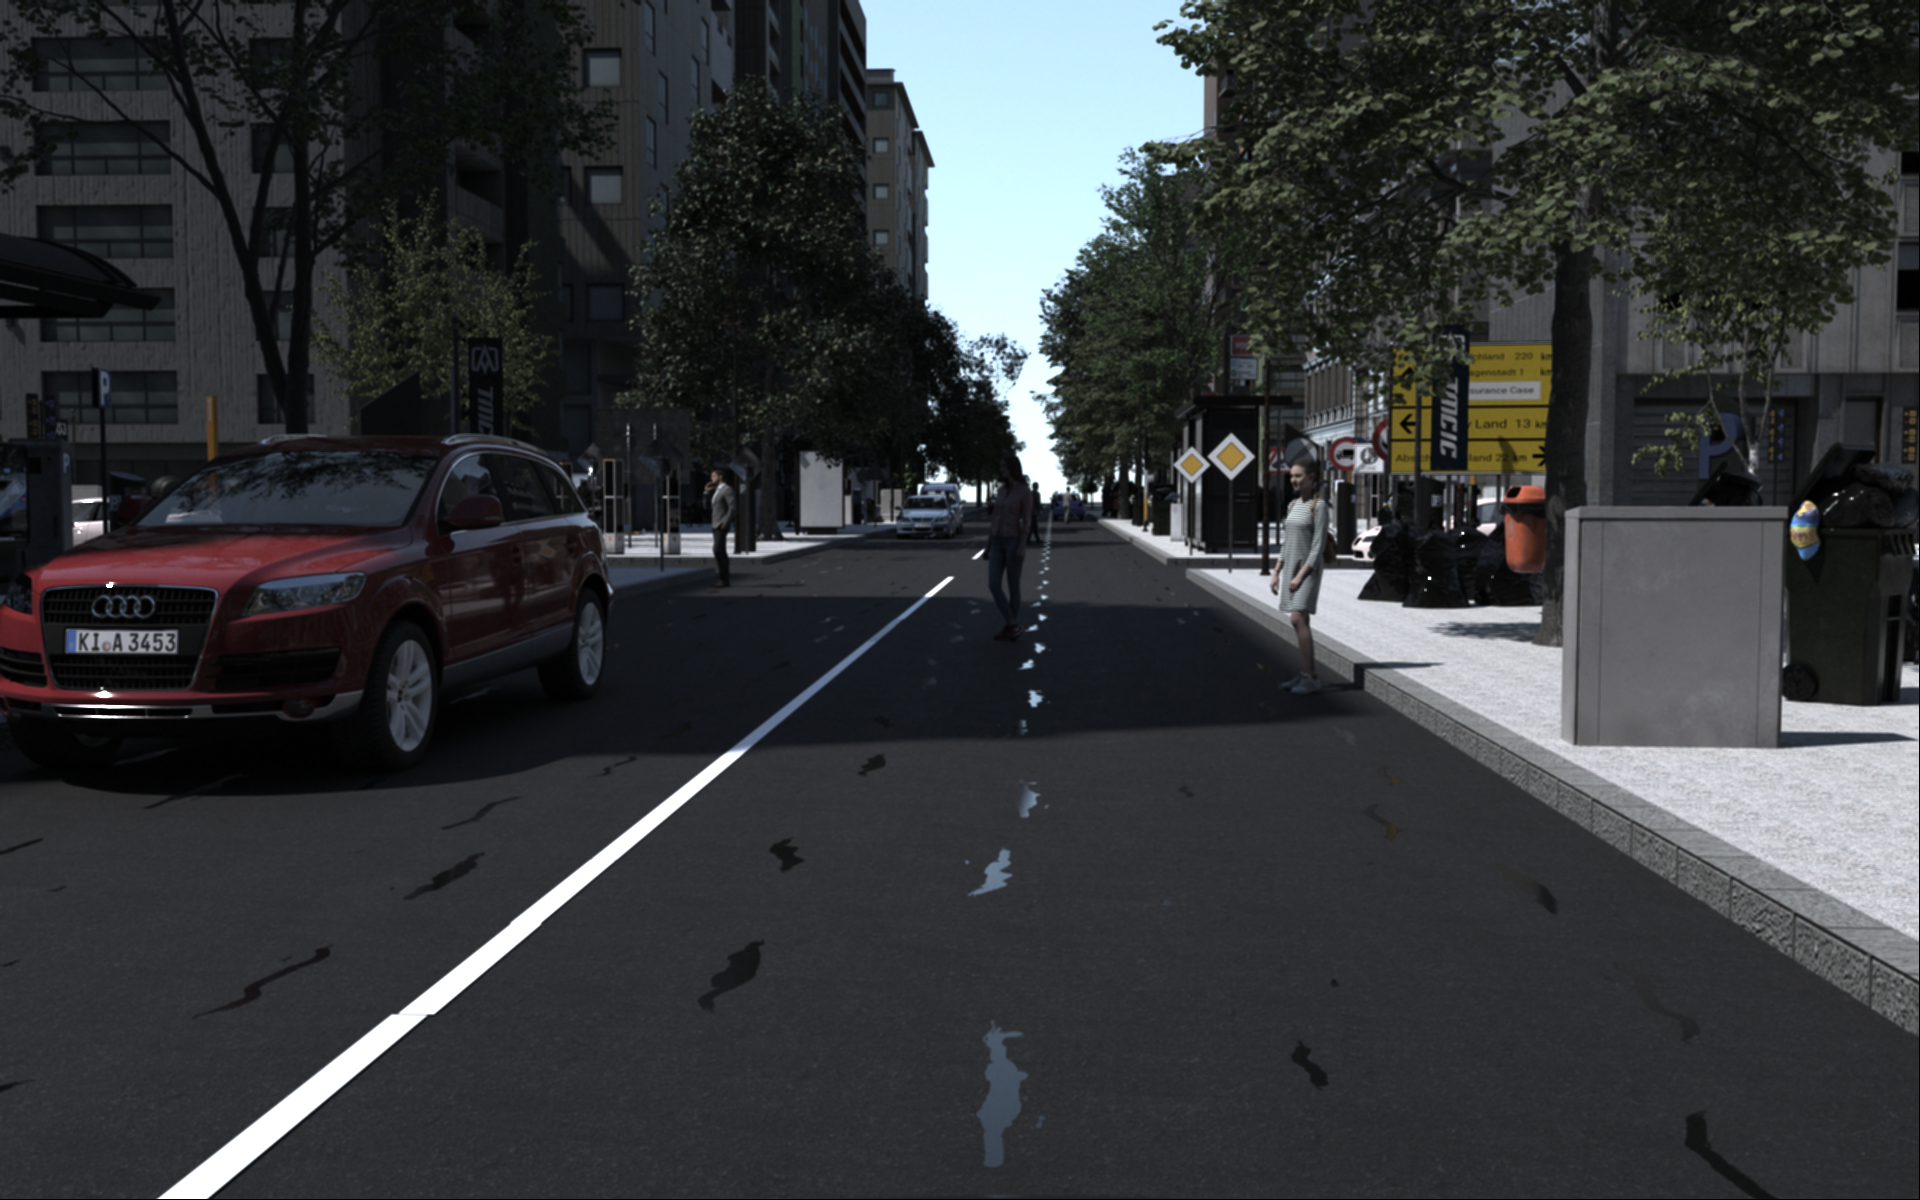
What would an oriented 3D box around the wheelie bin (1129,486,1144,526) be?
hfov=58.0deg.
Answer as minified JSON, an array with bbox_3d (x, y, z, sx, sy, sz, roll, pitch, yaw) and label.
[{"bbox_3d":[7.394,-3.817,70.318,0.980,1.594,0.693,-1,4,-11],"label":"wheelie bin"}]

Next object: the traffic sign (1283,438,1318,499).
[{"bbox_3d":[7.742,-2.405,39.428,0.768,2.556,0.104,1,4,12],"label":"traffic sign"}]

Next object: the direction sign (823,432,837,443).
[{"bbox_3d":[-4.478,-4.170,60.182,0.876,3.537,0.379,-2,4,-35],"label":"direction sign"}]

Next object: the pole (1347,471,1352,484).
[{"bbox_3d":[15.165,-4.501,67.442,0.158,3.312,0.155,0,3,0],"label":"pole"}]

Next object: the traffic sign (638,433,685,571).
[{"bbox_3d":[-4.935,-1.530,28.653,0.795,2.450,0.064,0,4,3],"label":"traffic sign"}]

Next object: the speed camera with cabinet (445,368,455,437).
[{"bbox_3d":[-7.404,-1.979,26.688,0.660,3.252,2.038,-2,4,-30],"label":"speed camera with cabinet"}]

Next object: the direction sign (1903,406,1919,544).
[{"bbox_3d":[24.688,-3.214,44.550,0.876,3.537,0.379,3,5,44],"label":"direction sign"}]

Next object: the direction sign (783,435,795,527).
[{"bbox_3d":[-6.591,-4.591,67.057,0.379,3.537,0.876,-3,5,-41],"label":"direction sign"}]

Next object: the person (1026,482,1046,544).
[{"bbox_3d":[2.181,-2.488,49.573,0.834,1.777,0.661,-3,5,-42],"label":"person"}]

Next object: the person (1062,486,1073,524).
[{"bbox_3d":[5.289,-4.614,84.131,0.606,1.804,0.583,3,4,36],"label":"person"}]

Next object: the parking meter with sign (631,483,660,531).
[{"bbox_3d":[-11.040,-3.920,60.346,1.738,3.016,0.543,-3,4,-37],"label":"parking meter with sign"}]

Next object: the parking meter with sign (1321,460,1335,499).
[{"bbox_3d":[18.834,-5.709,89.608,0.543,3.016,1.738,0,4,-6],"label":"parking meter with sign"}]

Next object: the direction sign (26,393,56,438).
[{"bbox_3d":[-20.841,-2.897,39.358,0.379,3.537,0.876,1,4,12],"label":"direction sign"}]

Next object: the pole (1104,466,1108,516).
[{"bbox_3d":[8.526,-6.563,101.146,0.158,3.312,0.155,0,3,0],"label":"pole"}]

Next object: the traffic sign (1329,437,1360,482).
[{"bbox_3d":[8.601,-2.357,38.636,0.768,2.556,0.104,0,4,6],"label":"traffic sign"}]

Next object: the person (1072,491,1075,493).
[{"bbox_3d":[8.848,-7.738,136.492,0.593,1.643,0.415,0,4,1],"label":"person"}]

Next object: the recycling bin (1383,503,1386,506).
[{"bbox_3d":[12.631,-2.270,49.667,0.722,1.027,0.722,-2,4,-27],"label":"recycling bin"}]

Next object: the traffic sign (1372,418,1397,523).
[{"bbox_3d":[7.199,-1.748,28.679,0.768,2.556,0.104,1,4,11],"label":"traffic sign"}]

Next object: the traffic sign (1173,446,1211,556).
[{"bbox_3d":[4.824,-1.986,36.107,0.795,2.450,0.064,0,4,3],"label":"traffic sign"}]

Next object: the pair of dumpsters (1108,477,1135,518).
[{"bbox_3d":[8.981,-5.674,95.256,1.574,2.255,4.437,0,4,3],"label":"pair of dumpsters"}]

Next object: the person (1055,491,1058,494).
[{"bbox_3d":[12.479,-13.180,223.629,1.348,1.869,0.705,0,4,-4],"label":"person"}]

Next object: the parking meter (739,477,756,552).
[{"bbox_3d":[-4.757,-2.003,38.455,0.399,1.863,0.255,1,4,20],"label":"parking meter"}]

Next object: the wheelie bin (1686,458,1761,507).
[{"bbox_3d":[6.880,-0.473,15.643,0.693,1.594,0.980,1,4,22],"label":"wheelie bin"}]

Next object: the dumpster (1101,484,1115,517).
[{"bbox_3d":[8.728,-5.712,99.152,1.264,1.857,1.865,0,4,3],"label":"dumpster"}]

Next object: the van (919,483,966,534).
[{"bbox_3d":[-0.763,-3.409,62.742,2.013,2.044,4.112,0,4,2],"label":"van"}]

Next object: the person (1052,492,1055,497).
[{"bbox_3d":[12.158,-13.045,222.696,0.541,1.710,0.530,2,4,26],"label":"person"}]

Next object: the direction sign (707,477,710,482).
[{"bbox_3d":[-16.185,-7.169,109.207,0.876,3.537,0.379,1,4,18],"label":"direction sign"}]

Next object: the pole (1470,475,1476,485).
[{"bbox_3d":[15.513,-3.580,52.373,0.158,3.312,0.155,0,3,0],"label":"pole"}]

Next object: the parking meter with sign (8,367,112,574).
[{"bbox_3d":[-12.731,-1.696,23.984,1.738,3.016,0.543,-1,4,-9],"label":"parking meter with sign"}]

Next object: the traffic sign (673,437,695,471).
[{"bbox_3d":[-6.468,-2.420,39.566,0.884,2.594,0.081,1,4,13],"label":"traffic sign"}]

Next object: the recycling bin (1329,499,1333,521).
[{"bbox_3d":[18.012,-4.340,83.510,0.722,1.027,0.722,2,4,28],"label":"recycling bin"}]

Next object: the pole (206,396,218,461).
[{"bbox_3d":[-15.556,-2.584,36.097,0.158,3.312,0.155,0,3,0],"label":"pole"}]

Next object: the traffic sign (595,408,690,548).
[{"bbox_3d":[-7.547,-2.893,41.170,2.265,3.308,0.079,0,4,4],"label":"traffic sign"}]

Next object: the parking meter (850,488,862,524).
[{"bbox_3d":[-4.352,-3.978,73.449,0.372,1.533,0.369,0,3,0],"label":"parking meter"}]

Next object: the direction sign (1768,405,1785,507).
[{"bbox_3d":[20.896,-3.205,44.391,0.379,3.537,0.876,0,4,2],"label":"direction sign"}]

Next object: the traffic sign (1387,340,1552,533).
[{"bbox_3d":[6.886,-1.793,23.189,2.265,3.308,0.079,1,4,11],"label":"traffic sign"}]

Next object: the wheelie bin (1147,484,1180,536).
[{"bbox_3d":[6.293,-2.792,53.558,0.980,1.594,0.693,0,4,6],"label":"wheelie bin"}]

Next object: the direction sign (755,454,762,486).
[{"bbox_3d":[-11.298,-6.501,98.282,0.876,3.537,0.379,0,4,-6],"label":"direction sign"}]

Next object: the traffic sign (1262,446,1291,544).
[{"bbox_3d":[8.220,-2.729,44.615,0.884,2.594,0.081,0,4,8],"label":"traffic sign"}]

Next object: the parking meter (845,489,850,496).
[{"bbox_3d":[-5.153,-4.329,79.196,0.372,1.533,0.369,0,3,0],"label":"parking meter"}]

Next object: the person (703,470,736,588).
[{"bbox_3d":[-3.709,-1.103,26.712,0.473,1.802,0.592,-1,4,-15],"label":"person"}]

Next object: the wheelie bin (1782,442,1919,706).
[{"bbox_3d":[5.531,-0.174,10.749,0.980,1.594,0.693,-3,5,-43],"label":"wheelie bin"}]

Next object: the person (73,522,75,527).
[{"bbox_3d":[-16.505,-1.378,31.709,0.731,1.740,0.598,1,4,14],"label":"person"}]

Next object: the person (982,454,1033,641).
[{"bbox_3d":[0.453,-0.522,17.051,0.555,1.821,0.388,2,4,34],"label":"person"}]

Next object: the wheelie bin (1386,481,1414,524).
[{"bbox_3d":[10.490,-2.008,40.732,0.980,1.594,0.693,-3,5,-41],"label":"wheelie bin"}]

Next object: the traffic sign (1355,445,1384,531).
[{"bbox_3d":[8.337,-2.031,35.329,0.606,2.300,0.079,1,4,13],"label":"traffic sign"}]

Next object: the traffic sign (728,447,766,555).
[{"bbox_3d":[-4.506,-2.017,36.627,0.795,2.450,0.064,0,4,3],"label":"traffic sign"}]

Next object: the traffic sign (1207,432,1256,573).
[{"bbox_3d":[4.395,-1.498,28.133,0.795,2.450,0.064,0,4,3],"label":"traffic sign"}]

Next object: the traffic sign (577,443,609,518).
[{"bbox_3d":[-8.250,-2.312,38.981,0.795,2.450,0.064,1,4,12],"label":"traffic sign"}]

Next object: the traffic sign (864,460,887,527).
[{"bbox_3d":[-3.252,-4.064,66.454,0.884,2.594,0.081,0,4,8],"label":"traffic sign"}]

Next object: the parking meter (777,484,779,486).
[{"bbox_3d":[-9.825,-5.351,93.198,0.399,1.863,0.255,0,4,-1],"label":"parking meter"}]

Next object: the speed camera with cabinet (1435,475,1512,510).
[{"bbox_3d":[11.781,-2.730,38.976,2.038,3.252,0.660,2,4,28],"label":"speed camera with cabinet"}]

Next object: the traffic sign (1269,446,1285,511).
[{"bbox_3d":[8.459,-2.811,46.061,0.768,2.556,0.104,1,4,10],"label":"traffic sign"}]

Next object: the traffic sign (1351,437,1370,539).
[{"bbox_3d":[8.904,-2.376,38.960,0.768,2.556,0.104,1,4,12],"label":"traffic sign"}]

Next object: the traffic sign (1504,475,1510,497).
[{"bbox_3d":[8.334,-1.607,26.388,0.768,2.556,0.104,0,4,6],"label":"traffic sign"}]

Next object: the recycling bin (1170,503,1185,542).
[{"bbox_3d":[6.207,-2.112,47.078,0.722,1.027,0.722,3,5,43],"label":"recycling bin"}]

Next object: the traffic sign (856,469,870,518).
[{"bbox_3d":[-4.815,-5.301,86.777,0.768,2.556,0.104,0,4,6],"label":"traffic sign"}]

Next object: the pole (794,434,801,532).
[{"bbox_3d":[-5.520,-3.974,58.812,0.158,3.312,0.155,0,3,0],"label":"pole"}]

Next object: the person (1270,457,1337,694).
[{"bbox_3d":[2.520,-0.194,12.679,0.522,1.701,0.512,-2,4,-27],"label":"person"}]
